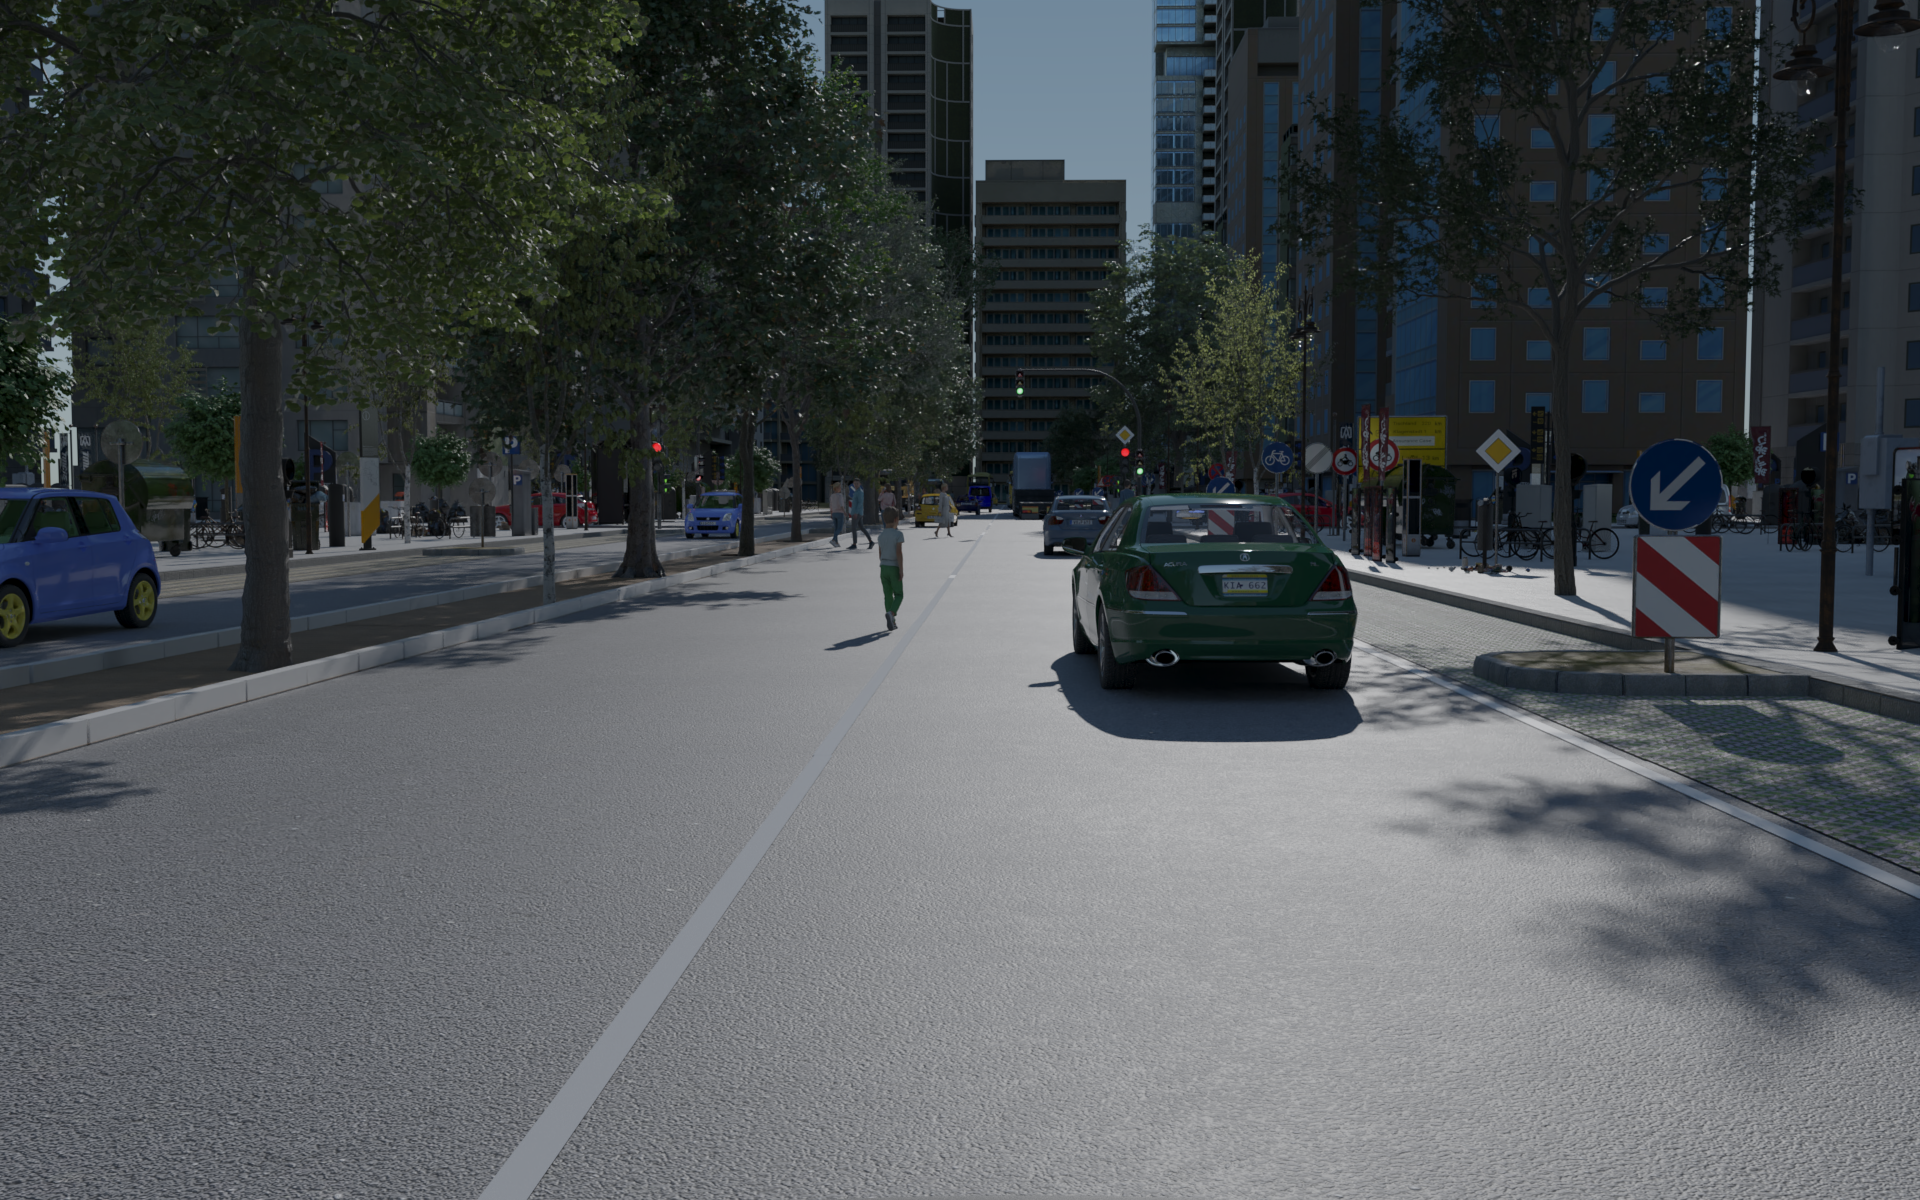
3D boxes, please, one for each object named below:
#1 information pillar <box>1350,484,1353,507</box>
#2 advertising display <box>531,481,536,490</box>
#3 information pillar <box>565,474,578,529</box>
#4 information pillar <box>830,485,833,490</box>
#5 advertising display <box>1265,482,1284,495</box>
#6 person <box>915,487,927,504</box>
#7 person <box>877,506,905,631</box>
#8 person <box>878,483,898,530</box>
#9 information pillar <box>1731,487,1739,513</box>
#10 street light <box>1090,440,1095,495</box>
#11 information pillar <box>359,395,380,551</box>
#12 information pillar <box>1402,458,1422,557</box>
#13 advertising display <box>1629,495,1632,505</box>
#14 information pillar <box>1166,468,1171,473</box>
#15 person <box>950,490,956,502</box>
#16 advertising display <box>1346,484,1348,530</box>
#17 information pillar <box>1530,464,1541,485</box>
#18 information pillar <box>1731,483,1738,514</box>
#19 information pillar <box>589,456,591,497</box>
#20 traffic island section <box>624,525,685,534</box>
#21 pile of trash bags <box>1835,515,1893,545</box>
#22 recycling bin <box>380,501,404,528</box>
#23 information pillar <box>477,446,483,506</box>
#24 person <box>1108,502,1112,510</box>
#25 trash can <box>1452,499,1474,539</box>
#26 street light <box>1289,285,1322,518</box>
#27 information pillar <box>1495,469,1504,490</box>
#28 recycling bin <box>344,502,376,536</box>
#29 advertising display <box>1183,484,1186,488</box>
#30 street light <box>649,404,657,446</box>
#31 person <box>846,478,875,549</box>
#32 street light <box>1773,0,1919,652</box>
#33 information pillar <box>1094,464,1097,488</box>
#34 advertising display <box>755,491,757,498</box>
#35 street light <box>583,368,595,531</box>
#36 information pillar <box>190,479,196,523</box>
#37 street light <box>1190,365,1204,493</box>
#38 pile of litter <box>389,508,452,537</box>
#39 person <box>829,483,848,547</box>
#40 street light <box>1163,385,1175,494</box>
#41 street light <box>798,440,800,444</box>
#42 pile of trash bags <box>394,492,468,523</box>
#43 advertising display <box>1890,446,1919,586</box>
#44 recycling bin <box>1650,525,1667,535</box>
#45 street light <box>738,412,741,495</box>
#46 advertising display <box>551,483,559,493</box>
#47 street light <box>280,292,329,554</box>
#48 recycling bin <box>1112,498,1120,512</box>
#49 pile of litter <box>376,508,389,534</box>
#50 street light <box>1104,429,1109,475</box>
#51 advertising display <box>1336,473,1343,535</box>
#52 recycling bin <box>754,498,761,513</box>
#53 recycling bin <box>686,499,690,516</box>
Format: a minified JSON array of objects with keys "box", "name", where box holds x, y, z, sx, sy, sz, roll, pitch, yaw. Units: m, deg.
[{"box":[20.395,-6.011,89.640,0.504,3.616,0.183,-1,4,-17],"name":"information pillar"},{"box":[-22.141,-5.089,88.411,0.974,1.923,0.123,0,4,2],"name":"advertising display"},{"box":[-14.164,-3.589,63.170,0.304,2.012,0.304,2,4,23],"name":"information pillar"},{"box":[-10.548,-8.449,142.627,0.304,2.012,0.304,-2,4,-28],"name":"information pillar"},{"box":[16.447,-5.230,90.732,0.974,1.923,0.123,1,4,12],"name":"advertising display"},{"box":[-1.890,-4.691,85.559,0.716,1.782,0.532,0,4,1],"name":"person"},{"box":[-0.726,-0.330,18.148,0.306,1.304,0.590,1,4,9],"name":"person"},{"box":[-2.104,-2.640,52.249,0.593,1.750,0.643,-3,5,-39],"name":"person"},{"box":[50.545,-6.633,112.942,0.304,2.012,0.304,-1,4,-11],"name":"information pillar"},{"box":[11.025,-10.520,144.789,0.468,5.910,1.993,0,4,2],"name":"street light"},{"box":[-13.479,-2.944,39.494,0.183,3.616,0.504,2,4,30],"name":"information pillar"},{"box":[9.250,-1.894,35.455,0.304,2.012,0.304,0,4,-4],"name":"information pillar"},{"box":[27.912,-4.019,70.929,0.974,1.923,0.123,0,4,6],"name":"advertising display"},{"box":[15.201,-8.305,127.144,0.504,3.616,0.183,-1,4,-14],"name":"information pillar"},{"box":[-0.713,-9.704,167.238,0.705,1.814,1.350,1,4,18],"name":"person"},{"box":[13.780,-3.477,62.066,0.123,1.923,0.974,0,4,4],"name":"advertising display"},{"box":[23.288,-4.819,70.145,0.504,3.616,0.183,-2,4,-26],"name":"information pillar"},{"box":[49.650,-7.322,111.076,0.504,3.616,0.183,0,4,-4],"name":"information pillar"},{"box":[-22.513,-6.979,105.460,0.183,3.616,0.504,0,4,-4],"name":"information pillar"},{"box":[-11.059,-2.528,63.615,2.009,0.180,2.903,0,4,2],"name":"traffic island section"},{"box":[24.258,-2.134,44.644,3.447,1.369,1.912,-1,4,-15],"name":"pile of trash bags"},{"box":[-20.793,-3.116,63.505,0.722,1.027,0.722,0,4,-4],"name":"recycling bin"},{"box":[-15.555,-3.961,56.120,0.183,3.616,0.504,0,4,-5],"name":"information pillar"},{"box":[4.246,-2.262,50.504,0.505,1.210,0.382,1,4,21],"name":"person"},{"box":[14.399,-2.337,49.859,0.748,1.137,0.748,0,3,0],"name":"trash can"},{"box":[7.662,-4.023,38.559,0.468,5.910,1.993,0,4,2],"name":"street light"},{"box":[24.853,-5.403,79.694,0.183,3.616,0.504,-3,5,-42],"name":"information pillar"},{"box":[-18.492,-2.493,53.318,0.722,1.027,0.722,2,4,32],"name":"recycling bin"},{"box":[18.025,-8.249,140.076,0.123,1.923,0.974,3,5,42],"name":"advertising display"},{"box":[-12.802,-6.054,71.765,0.468,5.910,1.993,0,4,2],"name":"street light"},{"box":[-2.597,-2.245,45.073,0.748,1.841,0.638,0,4,3],"name":"person"},{"box":[7.065,-2.518,13.959,0.468,5.910,1.993,0,4,2],"name":"street light"},{"box":[10.761,-8.905,136.953,0.183,3.616,0.504,2,4,29],"name":"information pillar"},{"box":[-17.115,-8.681,147.152,0.123,1.923,0.974,-3,4,-36],"name":"advertising display"},{"box":[-13.158,-5.382,60.790,0.468,5.910,1.993,0,4,2],"name":"street light"},{"box":[-33.811,-4.381,76.122,0.304,2.012,0.304,0,4,-7],"name":"information pillar"},{"box":[8.568,-5.480,62.381,0.468,5.910,1.993,0,4,2],"name":"street light"},{"box":[-16.245,-2.375,52.790,1.176,0.858,1.719,3,5,45],"name":"pile of litter"},{"box":[-3.307,-2.285,46.529,0.731,1.740,0.598,2,4,33],"name":"person"},{"box":[8.833,-6.148,73.308,0.468,5.910,1.993,0,4,2],"name":"street light"},{"box":[-11.355,-9.012,120.130,0.468,5.910,1.993,0,4,2],"name":"street light"},{"box":[-23.620,-4.099,76.766,1.912,1.369,3.447,2,4,31],"name":"pile of trash bags"},{"box":[12.982,-1.121,23.541,0.123,1.923,0.974,0,4,-1],"name":"advertising display"},{"box":[20.499,-2.319,50.462,0.722,1.027,0.722,1,4,22],"name":"recycling bin"},{"box":[-12.170,-7.537,96.025,0.468,5.910,1.993,0,4,2],"name":"street light"},{"box":[-22.780,-5.622,97.126,0.123,1.923,0.974,1,4,17],"name":"advertising display"},{"box":[-13.884,-3.914,36.780,0.468,5.910,1.993,0,4,2],"name":"street light"},{"box":[10.058,-5.884,108.764,0.722,1.027,0.722,-3,4,-36],"name":"recycling bin"},{"box":[-18.650,-2.582,56.186,1.719,0.858,1.176,2,4,25],"name":"pile of litter"},{"box":[10.294,-9.063,120.962,0.468,5.910,1.993,0,4,2],"name":"street light"},{"box":[11.853,-3.000,54.261,0.123,1.923,0.974,1,4,11],"name":"advertising display"},{"box":[-13.633,-6.256,114.845,0.722,1.027,0.722,1,4,15],"name":"recycling bin"},{"box":[-17.575,-6.189,113.745,0.722,1.027,0.722,-1,4,-11],"name":"recycling bin"}]
